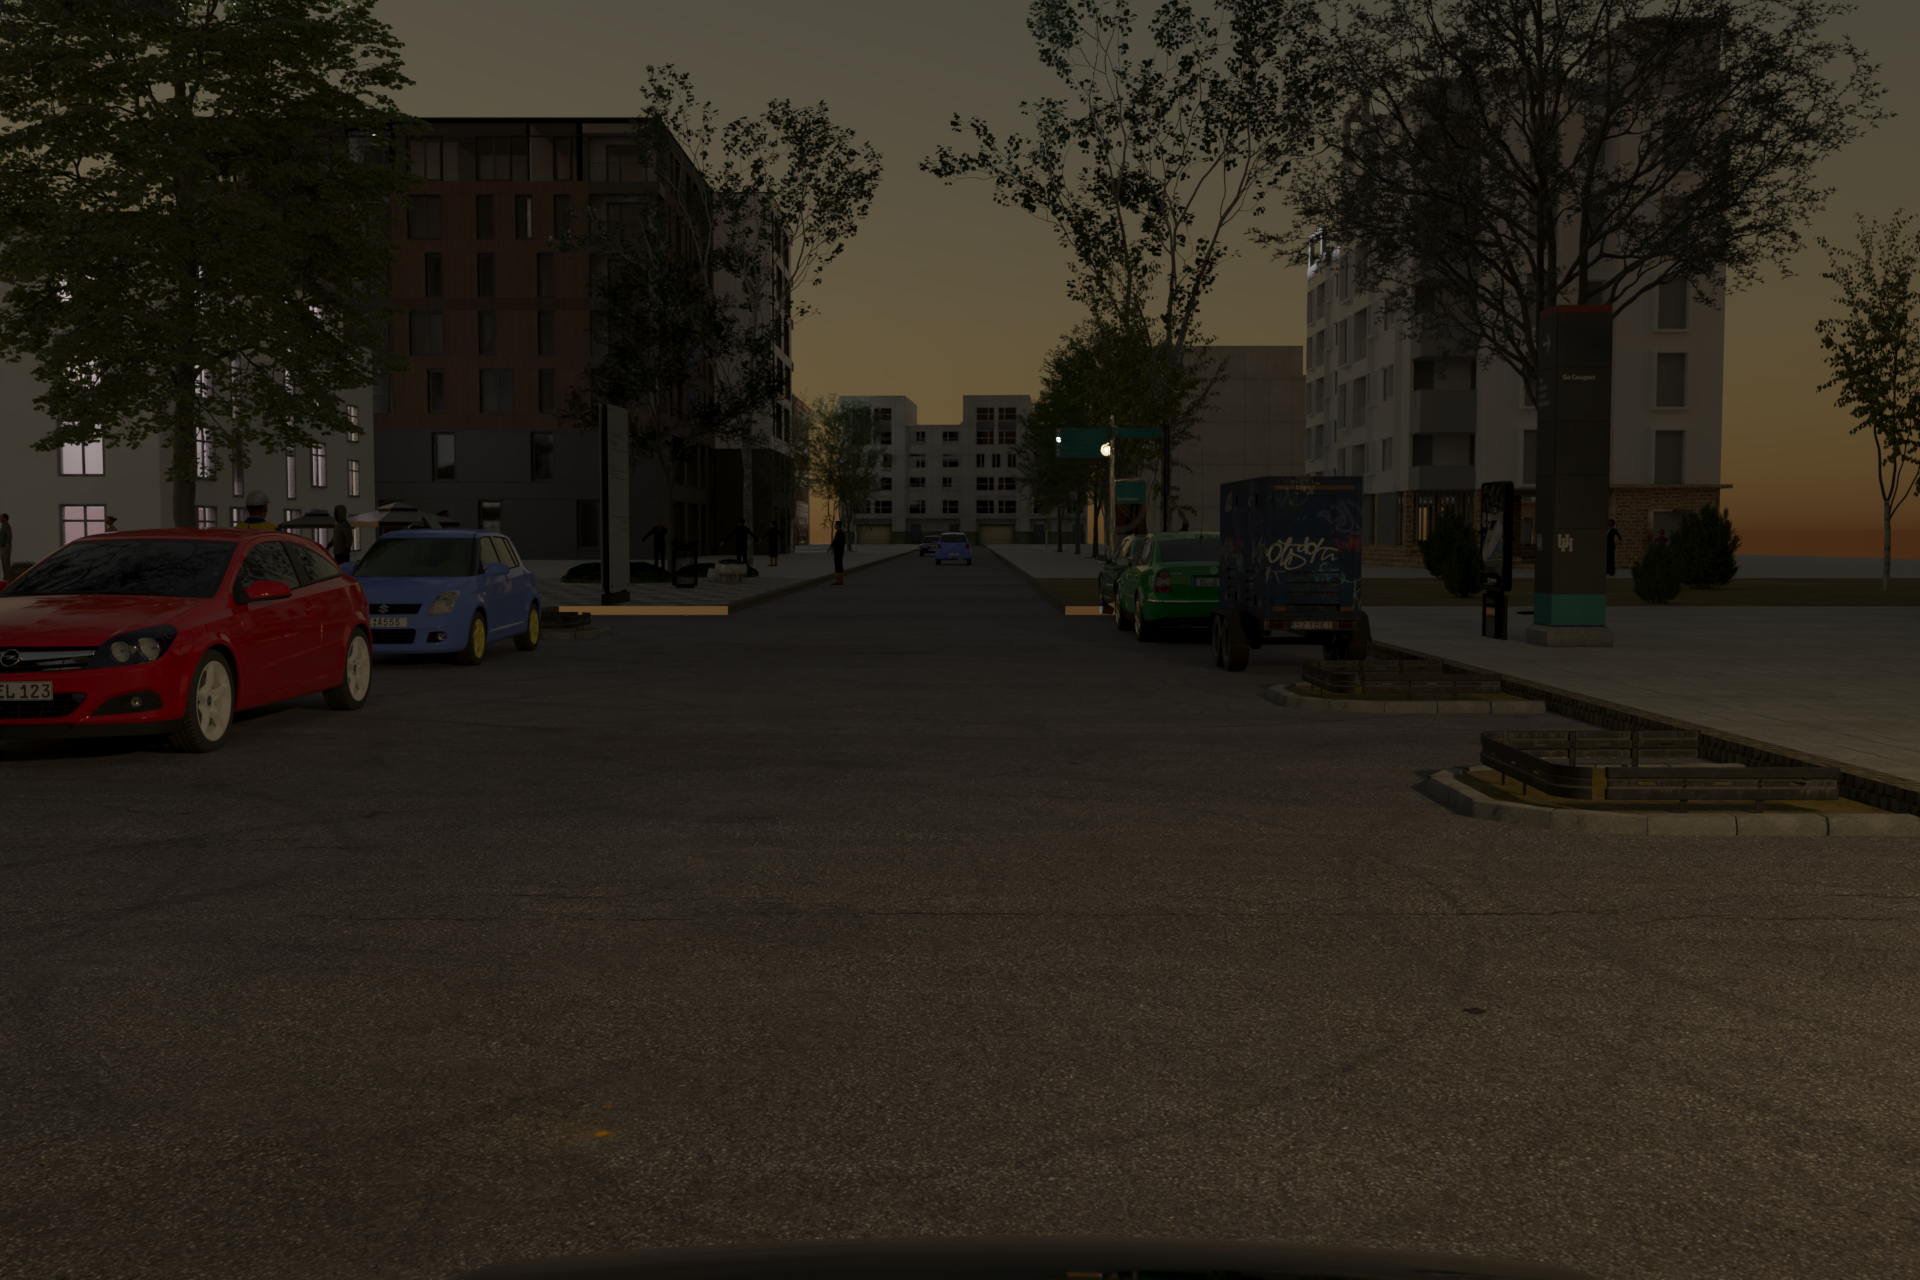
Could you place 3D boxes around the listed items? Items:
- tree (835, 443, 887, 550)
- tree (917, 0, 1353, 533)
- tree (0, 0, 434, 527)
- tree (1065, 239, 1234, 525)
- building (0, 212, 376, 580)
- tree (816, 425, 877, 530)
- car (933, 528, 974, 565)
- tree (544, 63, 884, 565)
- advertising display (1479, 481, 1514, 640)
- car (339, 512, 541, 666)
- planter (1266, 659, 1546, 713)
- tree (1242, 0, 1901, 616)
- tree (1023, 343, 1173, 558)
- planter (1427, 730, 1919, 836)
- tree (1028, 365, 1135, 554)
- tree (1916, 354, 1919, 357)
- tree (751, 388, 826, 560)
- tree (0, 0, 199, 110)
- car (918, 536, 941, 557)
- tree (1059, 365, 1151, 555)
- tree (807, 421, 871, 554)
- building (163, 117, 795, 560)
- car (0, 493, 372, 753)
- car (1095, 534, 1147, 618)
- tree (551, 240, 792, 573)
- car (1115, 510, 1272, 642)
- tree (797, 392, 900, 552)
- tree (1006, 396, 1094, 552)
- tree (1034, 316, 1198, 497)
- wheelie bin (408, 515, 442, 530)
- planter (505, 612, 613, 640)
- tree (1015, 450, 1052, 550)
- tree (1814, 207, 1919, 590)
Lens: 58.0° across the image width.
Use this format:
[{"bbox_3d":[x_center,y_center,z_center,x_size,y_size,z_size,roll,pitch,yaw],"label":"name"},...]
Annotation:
[{"bbox_3d":[-8.428,-11.422,137.118,4.360,8.622,3.978,0,3,0],"label":"tree"},{"bbox_3d":[5.429,-12.254,56.245,12.611,20.169,13.585,0,3,0],"label":"tree"},{"bbox_3d":[-12.072,-6.666,27.115,7.486,12.596,7.792,0,3,0],"label":"tree"},{"bbox_3d":[4.430,-5.692,43.427,4.737,8.622,4.395,0,3,0],"label":"tree"},{"bbox_3d":[-25.433,-7.164,59.283,9.099,9.664,28.070,0,3,0],"label":"building"},{"bbox_3d":[-7.842,-10.278,118.402,4.737,8.622,4.395,0,3,0],"label":"tree"},{"bbox_3d":[-0.294,-4.385,81.289,1.945,1.707,3.694,0,4,0],"label":"car"},{"bbox_3d":[-9.992,-13.178,71.348,12.611,20.169,13.585,0,3,0],"label":"tree"},{"bbox_3d":[6.593,-0.985,21.314,0.123,1.923,0.974,0,4,1],"label":"advertising display"},{"bbox_3d":[-6.065,-0.637,20.001,1.945,1.707,3.694,0,4,0],"label":"car"},{"bbox_3d":[3.685,0.386,14.832,1.991,0.319,1.994,0,4,-1],"label":"planter"},{"bbox_3d":[9.392,-7.149,27.263,12.009,13.543,11.850,0,3,0],"label":"tree"},{"bbox_3d":[7.368,-10.143,91.591,9.928,11.665,9.643,0,3,0],"label":"tree"},{"bbox_3d":[3.582,0.729,9.215,1.991,0.319,1.994,0,4,1],"label":"planter"},{"bbox_3d":[7.874,-11.740,110.079,7.486,12.596,7.792,0,3,0],"label":"tree"},{"bbox_3d":[26.884,-5.802,45.218,4.360,8.622,3.978,0,3,0],"label":"tree"},{"bbox_3d":[-8.353,-8.327,86.502,4.360,8.622,3.978,0,3,0],"label":"tree"},{"bbox_3d":[-11.319,-6.307,13.493,12.009,13.543,11.850,0,3,0],"label":"tree"},{"bbox_3d":[-1.713,-6.039,111.320,1.945,1.354,3.894,0,4,0],"label":"car"},{"bbox_3d":[6.352,-7.624,75.015,4.360,8.622,3.978,0,3,0],"label":"tree"},{"bbox_3d":[-8.403,-9.835,111.171,4.360,8.622,3.978,0,3,0],"label":"tree"},{"bbox_3d":[-25.212,-15.754,101.560,27.936,21.610,32.646,0,3,0],"label":"building"},{"bbox_3d":[-5.779,-0.222,12.663,2.155,1.783,4.494,0,3,0],"label":"car"},{"bbox_3d":[3.442,-1.097,29.739,2.131,1.459,4.920,0,4,-1],"label":"car"},{"bbox_3d":[-8.919,-7.335,54.332,8.767,10.594,7.601,1,4,19],"label":"tree"},{"bbox_3d":[3.230,-0.956,24.431,1.959,1.807,4.718,0,4,-1],"label":"car"},{"bbox_3d":[-8.114,-12.263,126.251,9.928,11.665,9.643,0,3,0],"label":"tree"},{"bbox_3d":[7.206,-12.019,122.265,9.928,11.665,9.643,0,3,0],"label":"tree"},{"bbox_3d":[7.330,-9.523,81.457,9.928,11.665,9.643,0,3,0],"label":"tree"},{"bbox_3d":[-9.071,-1.324,29.558,0.693,1.594,0.980,0,4,0],"label":"wheelie bin"},{"bbox_3d":[-5.999,-0.205,24.486,1.991,0.319,1.994,0,4,0],"label":"planter"},{"bbox_3d":[6.571,-11.328,135.571,4.737,8.622,4.395,0,3,0],"label":"tree"},{"bbox_3d":[21.185,-5.429,39.131,4.737,8.622,4.395,0,3,0],"label":"tree"}]
